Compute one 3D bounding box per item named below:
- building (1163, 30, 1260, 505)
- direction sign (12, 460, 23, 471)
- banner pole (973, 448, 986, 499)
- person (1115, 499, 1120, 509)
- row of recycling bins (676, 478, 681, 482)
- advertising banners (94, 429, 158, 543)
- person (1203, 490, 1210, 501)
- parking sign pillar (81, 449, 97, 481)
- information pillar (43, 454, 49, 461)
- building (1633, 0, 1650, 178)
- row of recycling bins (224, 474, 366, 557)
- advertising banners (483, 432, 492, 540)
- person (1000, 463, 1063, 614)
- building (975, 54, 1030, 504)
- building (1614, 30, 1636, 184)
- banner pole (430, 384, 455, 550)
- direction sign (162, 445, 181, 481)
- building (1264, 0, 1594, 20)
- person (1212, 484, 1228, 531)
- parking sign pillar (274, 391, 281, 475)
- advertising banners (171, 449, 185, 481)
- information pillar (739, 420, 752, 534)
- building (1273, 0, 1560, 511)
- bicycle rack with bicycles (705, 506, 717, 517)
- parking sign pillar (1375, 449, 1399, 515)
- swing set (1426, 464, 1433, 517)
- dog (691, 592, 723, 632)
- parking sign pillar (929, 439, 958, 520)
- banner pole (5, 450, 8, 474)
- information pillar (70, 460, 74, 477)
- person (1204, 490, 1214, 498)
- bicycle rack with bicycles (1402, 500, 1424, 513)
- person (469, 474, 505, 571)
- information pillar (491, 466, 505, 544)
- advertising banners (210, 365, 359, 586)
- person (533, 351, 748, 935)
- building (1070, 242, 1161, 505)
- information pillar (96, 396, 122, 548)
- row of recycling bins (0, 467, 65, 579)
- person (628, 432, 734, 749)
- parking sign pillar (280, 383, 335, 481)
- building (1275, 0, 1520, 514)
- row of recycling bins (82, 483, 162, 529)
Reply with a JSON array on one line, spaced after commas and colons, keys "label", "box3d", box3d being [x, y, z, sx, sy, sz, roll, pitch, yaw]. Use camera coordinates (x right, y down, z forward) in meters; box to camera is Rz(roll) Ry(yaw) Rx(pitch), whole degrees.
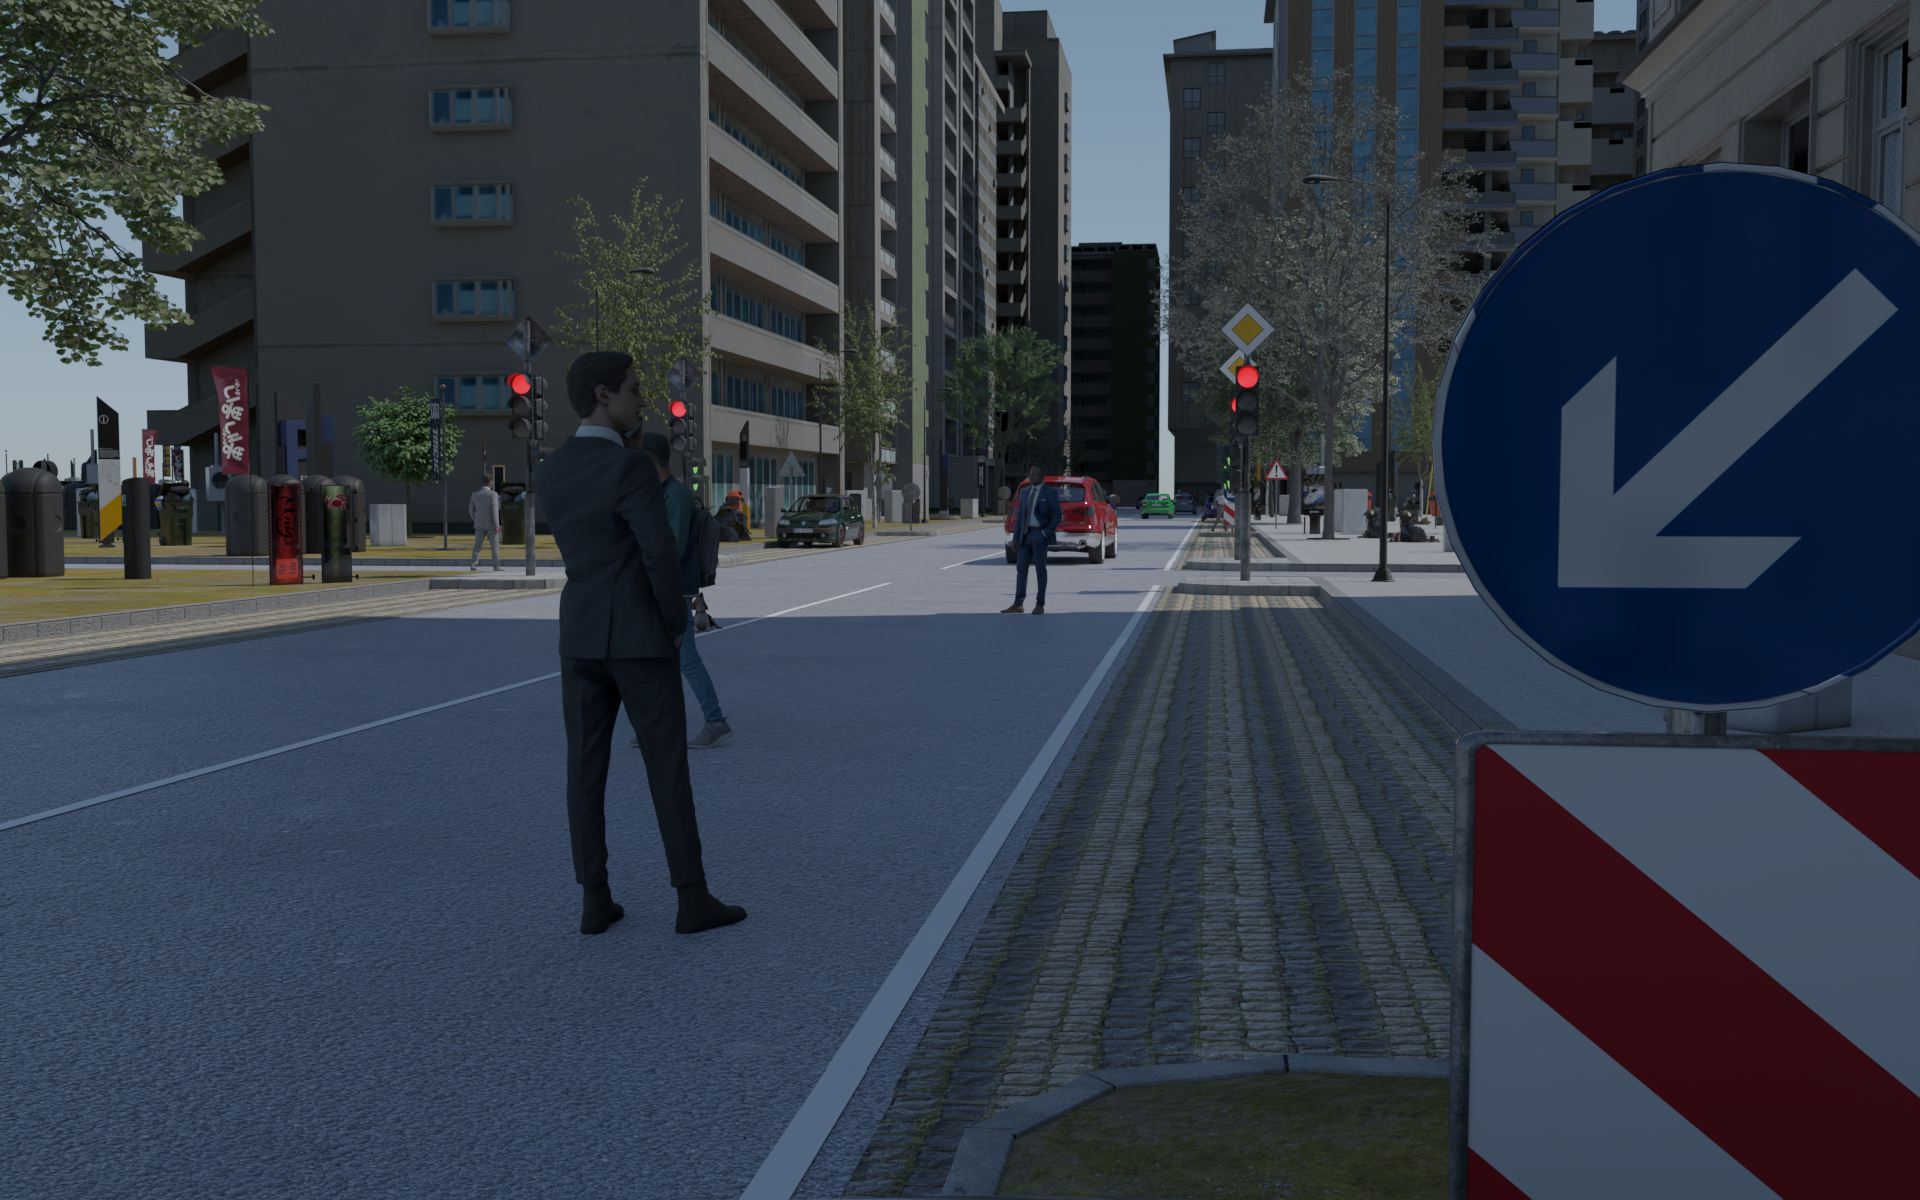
[{"label": "building", "box3d": [38.100, -37.663, 205.036, 27.495, 52.752, 28.713, 1, 4, 8]}, {"label": "direction sign", "box3d": [-62.707, -7.545, 115.361, 0.876, 3.537, 0.379, 1, 4, 17]}, {"label": "banner pole", "box3d": [0.992, -6.321, 93.363, 0.863, 3.779, 0.401, 1, 4, 15]}, {"label": "person", "box3d": [15.312, -9.624, 169.081, 0.991, 1.433, 0.599, -3, 5, -44]}, {"label": "row of recycling bins", "box3d": [-8.314, -2.280, 44.391, 3.534, 1.692, 1.069, 2, 4, 31]}, {"label": "advertising banners", "box3d": [-22.016, -3.036, 45.819, 0.090, 3.025, 2.074, 1, 4, 22]}, {"label": "person", "box3d": [20.518, -8.253, 144.230, 0.721, 1.735, 1.217, 2, 4, 28]}, {"label": "parking sign pillar", "box3d": [-52.268, -7.066, 103.996, 1.447, 3.967, 1.447, 0, 4, -2]}, {"label": "information pillar", "box3d": [-53.112, -6.704, 100.965, 0.183, 3.616, 0.504, -2, 4, -25]}, {"label": "building", "box3d": [74.528, -44.330, 163.049, 20.611, 71.187, 20.563, 1, 4, 8]}, {"label": "row of recycling bins", "box3d": [-14.109, -1.830, 37.033, 1.069, 1.692, 3.534, 2, 4, 25]}, {"label": "advertising banners", "box3d": [-13.221, -3.201, 48.523, 0.090, 3.025, 2.074, -1, 4, -20]}, {"label": "person", "box3d": [0.885, -0.739, 20.758, 0.721, 1.800, 0.419, 2, 4, 31]}, {"label": "building", "box3d": [-9.906, -27.739, 145.408, 32.217, 40.220, 23.993, 1, 4, 8]}, {"label": "building", "box3d": [65.163, -37.361, 200.095, 27.495, 52.752, 28.713, 1, 4, 8]}, {"label": "banner pole", "box3d": [-11.951, -3.042, 39.761, 0.401, 3.779, 0.863, -3, 5, -44]}, {"label": "direction sign", "box3d": [-35.596, -5.279, 78.312, 0.379, 3.537, 0.876, 2, 4, 35]}, {"label": "building", "box3d": [43.471, -35.161, 164.124, 28.713, 52.752, 27.495, 1, 4, 8]}, {"label": "person", "box3d": [9.261, -3.234, 61.473, 0.679, 1.850, 0.850, -3, 5, -40]}, {"label": "parking sign pillar", "box3d": [-17.347, -3.500, 45.702, 1.447, 3.967, 1.447, 3, 5, 39]}, {"label": "advertising banners", "box3d": [-29.776, -4.368, 67.598, 2.074, 3.025, 0.090, 0, 4, 7]}, {"label": "information pillar", "box3d": [-6.853, -3.903, 55.165, 0.183, 3.616, 0.504, -3, 4, -37]}, {"label": "building", "box3d": [35.515, -36.311, 135.681, 21.231, 58.520, 28.212, 1, 4, 8]}, {"label": "bicycle rack with bicycles", "box3d": [-7.679, -2.368, 52.096, 2.925, 0.926, 2.852, 2, 4, 31]}, {"label": "parking sign pillar", "box3d": [25.714, -7.085, 104.313, 1.447, 3.967, 1.447, -3, 5, -43]}, {"label": "swing set", "box3d": [25.059, -5.413, 86.128, 3.119, 2.851, 2.862, 0, 4, 2]}, {"label": "dog", "box3d": [-2.646, 0.117, 18.283, 0.550, 0.427, 0.748, 3, 4, 37]}, {"label": "parking sign pillar", "box3d": [-0.800, -5.943, 85.633, 1.447, 3.967, 1.447, 0, 4, 1]}, {"label": "banner pole", "box3d": [-53.943, -6.609, 98.068, 0.401, 3.779, 0.863, -2, 4, -26]}, {"label": "information pillar", "box3d": [-61.078, -7.822, 119.236, 0.183, 3.616, 0.504, -1, 4, -8]}, {"label": "person", "box3d": [22.521, -8.998, 155.635, 1.348, 1.821, 0.705, 1, 4, 15]}, {"label": "bicycle rack with bicycles", "box3d": [26.726, -5.279, 99.693, 2.852, 0.926, 2.925, 1, 4, 19]}, {"label": "person", "box3d": [-8.336, -1.323, 30.404, 0.678, 1.792, 0.850, 1, 4, 16]}, {"label": "information pillar", "box3d": [-11.926, -2.463, 44.769, 0.304, 2.012, 0.304, -1, 4, -22]}, {"label": "advertising banners", "box3d": [-9.483, -1.724, 24.377, 0.090, 3.025, 2.074, 3, 5, 43]}, {"label": "person", "box3d": [-1.092, 0.129, 5.758, 0.648, 1.900, 0.474, 2, 4, 27]}, {"label": "building", "box3d": [16.174, -26.298, 201.672, 14.107, 30.474, 14.160, 1, 4, 8]}, {"label": "information pillar", "box3d": [-20.354, -3.062, 41.411, 0.504, 3.616, 0.183, -2, 4, -34]}, {"label": "row of recycling bins", "box3d": [-15.102, -1.139, 25.730, 1.069, 1.692, 3.534, 2, 4, 33]}, {"label": "person", "box3d": [-1.663, -0.060, 9.836, 0.721, 1.781, 0.623, -2, 4, -35]}, {"label": "parking sign pillar", "box3d": [-15.788, -3.318, 42.717, 1.447, 3.967, 1.447, -2, 4, -30]}, {"label": "building", "box3d": [28.378, -28.426, 114.871, 14.600, 45.320, 14.200, 1, 4, 8]}, {"label": "row of recycling bins", "box3d": [-30.653, -3.412, 62.907, 1.069, 1.692, 3.534, 3, 5, 44]}]
